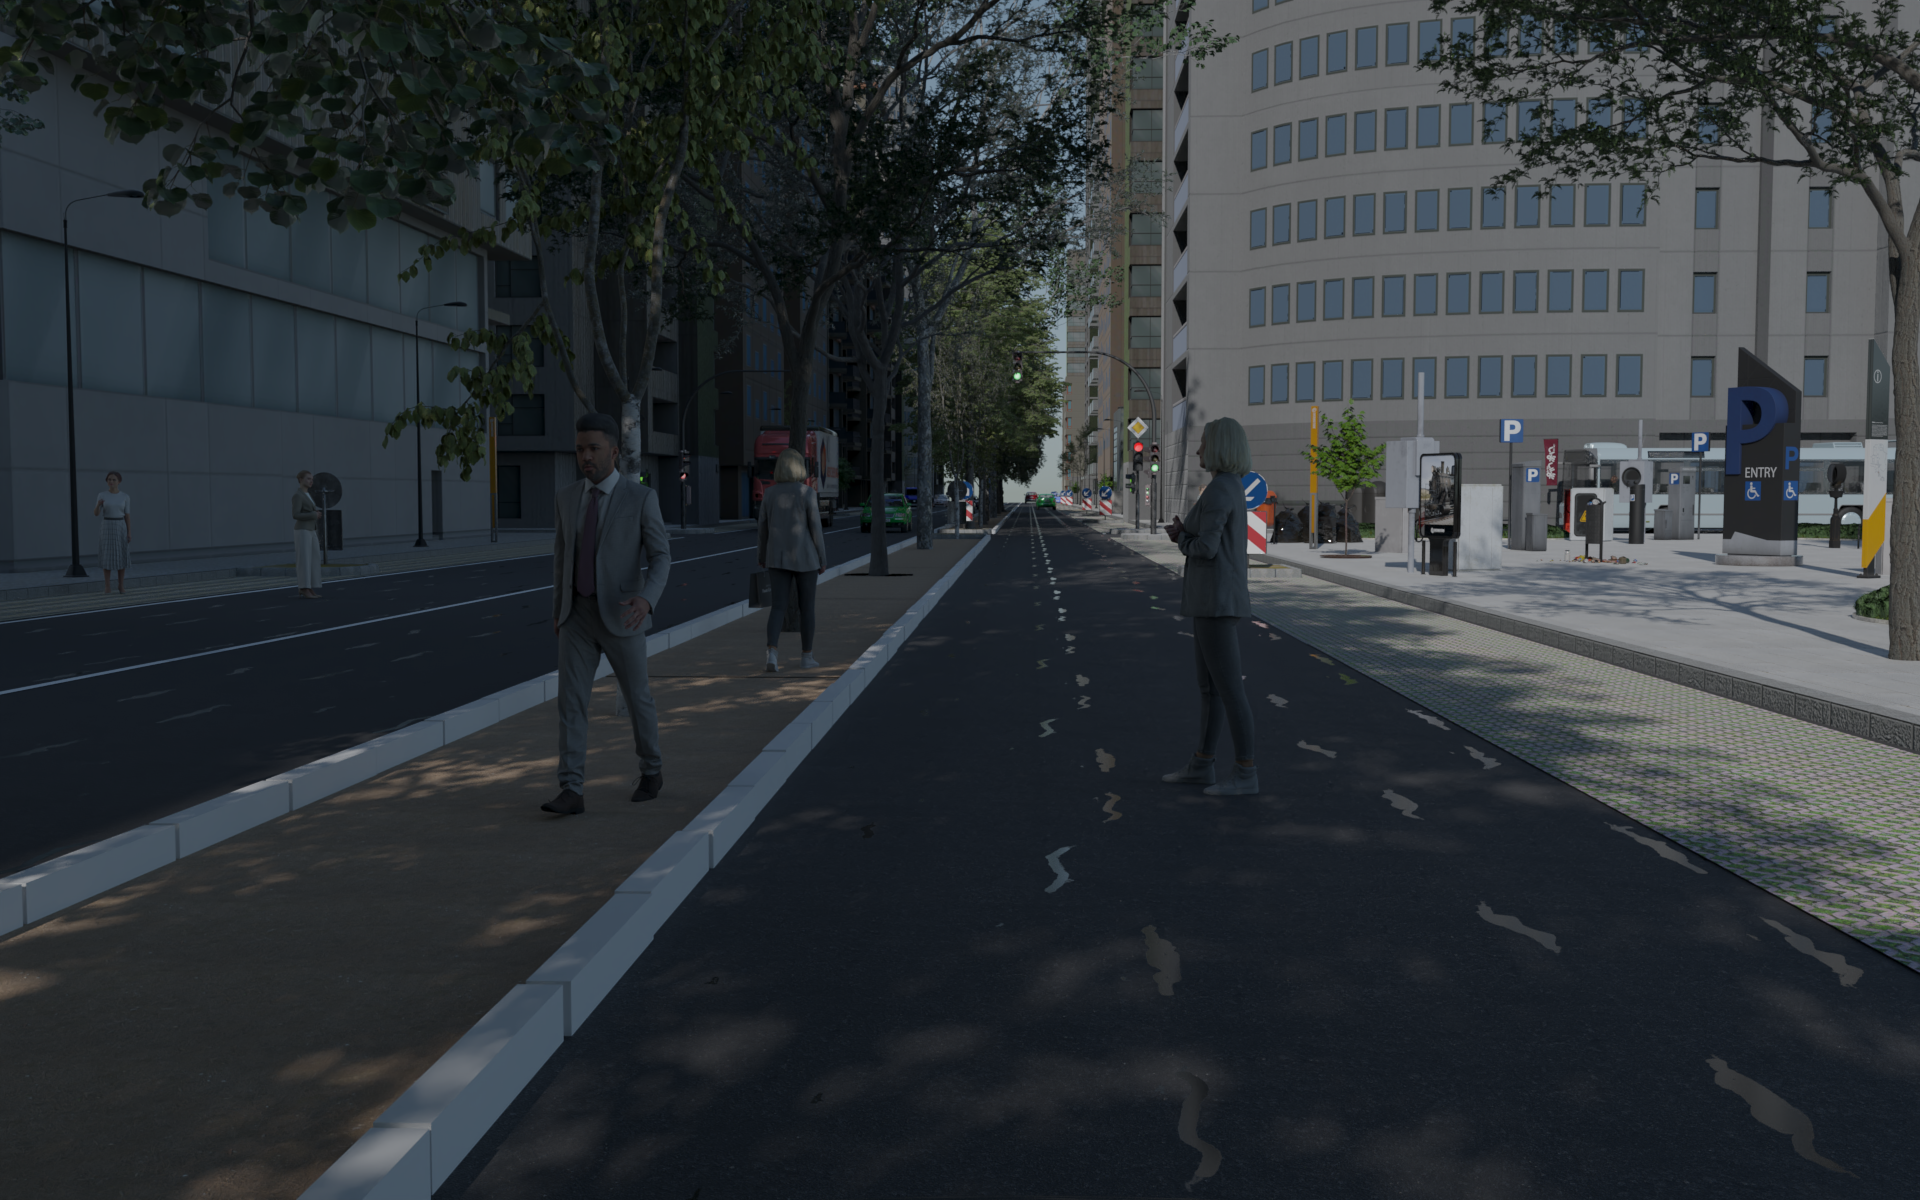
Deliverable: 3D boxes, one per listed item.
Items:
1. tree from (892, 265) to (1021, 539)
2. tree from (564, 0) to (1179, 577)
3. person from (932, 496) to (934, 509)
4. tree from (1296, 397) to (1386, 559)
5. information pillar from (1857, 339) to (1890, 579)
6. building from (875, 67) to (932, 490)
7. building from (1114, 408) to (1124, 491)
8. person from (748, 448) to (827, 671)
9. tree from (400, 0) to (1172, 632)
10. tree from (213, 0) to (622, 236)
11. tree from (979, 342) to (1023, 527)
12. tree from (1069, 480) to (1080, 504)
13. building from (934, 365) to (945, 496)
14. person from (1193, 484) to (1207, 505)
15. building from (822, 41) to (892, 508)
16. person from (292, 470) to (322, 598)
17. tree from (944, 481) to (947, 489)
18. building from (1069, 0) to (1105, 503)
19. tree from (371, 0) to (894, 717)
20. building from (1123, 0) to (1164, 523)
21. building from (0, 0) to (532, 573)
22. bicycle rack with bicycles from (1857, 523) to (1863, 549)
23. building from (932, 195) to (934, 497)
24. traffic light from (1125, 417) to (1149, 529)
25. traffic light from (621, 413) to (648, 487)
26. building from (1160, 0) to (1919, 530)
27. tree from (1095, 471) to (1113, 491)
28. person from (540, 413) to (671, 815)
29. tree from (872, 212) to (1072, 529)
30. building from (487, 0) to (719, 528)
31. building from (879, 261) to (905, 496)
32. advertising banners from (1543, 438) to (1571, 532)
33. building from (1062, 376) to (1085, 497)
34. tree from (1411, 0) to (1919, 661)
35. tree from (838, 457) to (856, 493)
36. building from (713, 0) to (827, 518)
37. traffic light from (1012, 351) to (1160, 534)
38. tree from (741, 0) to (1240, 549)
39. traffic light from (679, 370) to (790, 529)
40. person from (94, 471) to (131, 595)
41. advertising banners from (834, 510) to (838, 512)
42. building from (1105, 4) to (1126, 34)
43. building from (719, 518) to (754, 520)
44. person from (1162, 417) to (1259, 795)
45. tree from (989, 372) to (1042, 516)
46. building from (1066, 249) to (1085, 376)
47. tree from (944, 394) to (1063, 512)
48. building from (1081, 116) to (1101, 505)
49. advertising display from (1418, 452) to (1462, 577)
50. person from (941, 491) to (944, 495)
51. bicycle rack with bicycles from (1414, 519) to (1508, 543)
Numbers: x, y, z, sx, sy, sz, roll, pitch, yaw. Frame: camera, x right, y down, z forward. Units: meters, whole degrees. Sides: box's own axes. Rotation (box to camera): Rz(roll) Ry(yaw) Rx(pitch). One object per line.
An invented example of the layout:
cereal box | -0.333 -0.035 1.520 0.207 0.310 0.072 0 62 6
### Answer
tree | -0.086 -6.202 54.229 4.360 8.622 3.978 0 3 0
tree | -1.441 -7.161 29.912 12.009 13.543 11.850 0 3 0
person | -2.655 -9.166 161.547 0.628 1.438 0.799 -3 5 -43
tree | 7.860 -2.450 34.656 1.663 3.219 1.824 0 3 0
information pillar | 13.918 -2.139 26.330 0.504 3.616 0.183 -2 4 -32
building | -15.642 -42.515 237.125 21.231 58.520 28.212 0 4 2
building | 22.811 -49.393 120.241 22.319 86.520 31.000 0 4 2
person | -1.444 -0.328 14.047 0.709 1.800 0.728 1 4 18
tree | -1.781 -4.920 17.307 8.767 10.594 7.601 0 4 2
tree | -2.549 -5.747 3.077 9.857 13.997 8.962 0 3 0
tree | 0.864 -7.410 73.979 4.737 8.622 4.395 0 3 0
tree | 15.400 -14.442 230.721 1.663 3.219 1.824 0 3 0
building | -9.935 -31.565 287.786 14.160 30.474 14.107 0 4 2
person | 6.351 -2.190 45.307 0.522 1.701 0.512 2 4 24
building | -18.827 -32.249 181.903 22.147 44.769 28.867 0 4 2
person | -8.935 -0.899 23.755 0.362 1.759 0.519 0 4 -1
tree | -3.949 -19.244 298.357 4.285 4.588 4.351 0 3 0
building | 25.840 -49.164 242.074 20.563 71.187 20.611 0 4 2
tree | -2.163 -3.566 11.119 4.737 8.622 4.395 0 3 0
building | 15.651 -19.573 91.715 14.160 30.474 14.107 0 4 2
building | -26.983 -27.615 40.743 27.495 52.752 28.713 0 4 2
bicycle rack with bicycles | 22.216 -1.636 40.131 2.852 0.926 2.925 -1 4 -15
building | -15.227 -44.242 265.363 21.231 58.520 28.212 0 4 2
traffic light | 6.446 -4.530 62.983 0.839 4.253 0.868 0 4 2
traffic light | -10.470 -4.081 55.646 0.839 4.253 0.868 0 4 2
building | 23.153 -32.329 70.586 28.212 58.520 21.231 0 4 2
tree | 11.769 -8.901 140.140 1.663 3.219 1.824 0 3 0
person | -1.592 0.058 7.829 0.678 1.792 0.850 1 4 15
tree | 0.485 -8.996 67.669 7.486 12.596 7.792 0 3 0
building | -18.037 -18.237 69.883 14.160 30.474 14.107 0 4 2
building | -14.014 -26.440 203.993 14.160 30.474 14.107 0 4 2
advertising banners | 19.141 -3.545 54.142 0.090 3.025 2.074 -3 5 -40
building | 29.875 -25.879 268.158 27.650 21.520 28.899 0 4 2
tree | 7.009 -4.815 13.139 7.601 10.594 8.767 0 4 -1
tree | -10.253 -9.293 135.662 4.285 4.588 4.351 0 3 0
building | -16.476 -28.352 113.673 14.600 45.320 14.200 0 4 2
traffic light | 4.035 -4.910 54.946 4.771 5.953 1.251 0 4 2
tree | 0.269 -11.304 43.159 12.611 20.169 13.585 0 3 0
traffic light | -8.059 -5.438 63.577 4.771 5.953 1.251 0 4 2
person | -11.958 -0.942 24.473 0.480 1.755 0.524 -3 4 -37
advertising banners | -9.173 -8.033 127.523 0.090 3.025 2.074 0 4 5
building | 19.414 -30.393 147.038 14.600 45.320 14.200 0 4 2
building | -17.272 -26.998 91.529 14.600 45.320 14.200 0 4 2
person | 1.179 0.022 8.328 0.526 1.800 0.537 1 4 23
tree | 2.037 -11.378 114.237 9.928 11.665 9.643 0 3 0
building | 24.748 -37.064 289.591 14.154 41.232 14.086 0 4 2
tree | 3.156 -13.119 133.964 9.611 12.733 9.660 0 3 0
building | 26.082 -35.356 197.684 23.786 49.044 30.456 0 4 2
advertising display | 7.529 -1.344 27.186 0.123 1.923 0.974 -1 4 -19
person | -2.531 -14.638 247.906 1.350 1.814 0.705 1 4 22
bicycle rack with bicycles | 13.236 -2.002 46.115 2.925 0.926 2.852 -2 4 -26
